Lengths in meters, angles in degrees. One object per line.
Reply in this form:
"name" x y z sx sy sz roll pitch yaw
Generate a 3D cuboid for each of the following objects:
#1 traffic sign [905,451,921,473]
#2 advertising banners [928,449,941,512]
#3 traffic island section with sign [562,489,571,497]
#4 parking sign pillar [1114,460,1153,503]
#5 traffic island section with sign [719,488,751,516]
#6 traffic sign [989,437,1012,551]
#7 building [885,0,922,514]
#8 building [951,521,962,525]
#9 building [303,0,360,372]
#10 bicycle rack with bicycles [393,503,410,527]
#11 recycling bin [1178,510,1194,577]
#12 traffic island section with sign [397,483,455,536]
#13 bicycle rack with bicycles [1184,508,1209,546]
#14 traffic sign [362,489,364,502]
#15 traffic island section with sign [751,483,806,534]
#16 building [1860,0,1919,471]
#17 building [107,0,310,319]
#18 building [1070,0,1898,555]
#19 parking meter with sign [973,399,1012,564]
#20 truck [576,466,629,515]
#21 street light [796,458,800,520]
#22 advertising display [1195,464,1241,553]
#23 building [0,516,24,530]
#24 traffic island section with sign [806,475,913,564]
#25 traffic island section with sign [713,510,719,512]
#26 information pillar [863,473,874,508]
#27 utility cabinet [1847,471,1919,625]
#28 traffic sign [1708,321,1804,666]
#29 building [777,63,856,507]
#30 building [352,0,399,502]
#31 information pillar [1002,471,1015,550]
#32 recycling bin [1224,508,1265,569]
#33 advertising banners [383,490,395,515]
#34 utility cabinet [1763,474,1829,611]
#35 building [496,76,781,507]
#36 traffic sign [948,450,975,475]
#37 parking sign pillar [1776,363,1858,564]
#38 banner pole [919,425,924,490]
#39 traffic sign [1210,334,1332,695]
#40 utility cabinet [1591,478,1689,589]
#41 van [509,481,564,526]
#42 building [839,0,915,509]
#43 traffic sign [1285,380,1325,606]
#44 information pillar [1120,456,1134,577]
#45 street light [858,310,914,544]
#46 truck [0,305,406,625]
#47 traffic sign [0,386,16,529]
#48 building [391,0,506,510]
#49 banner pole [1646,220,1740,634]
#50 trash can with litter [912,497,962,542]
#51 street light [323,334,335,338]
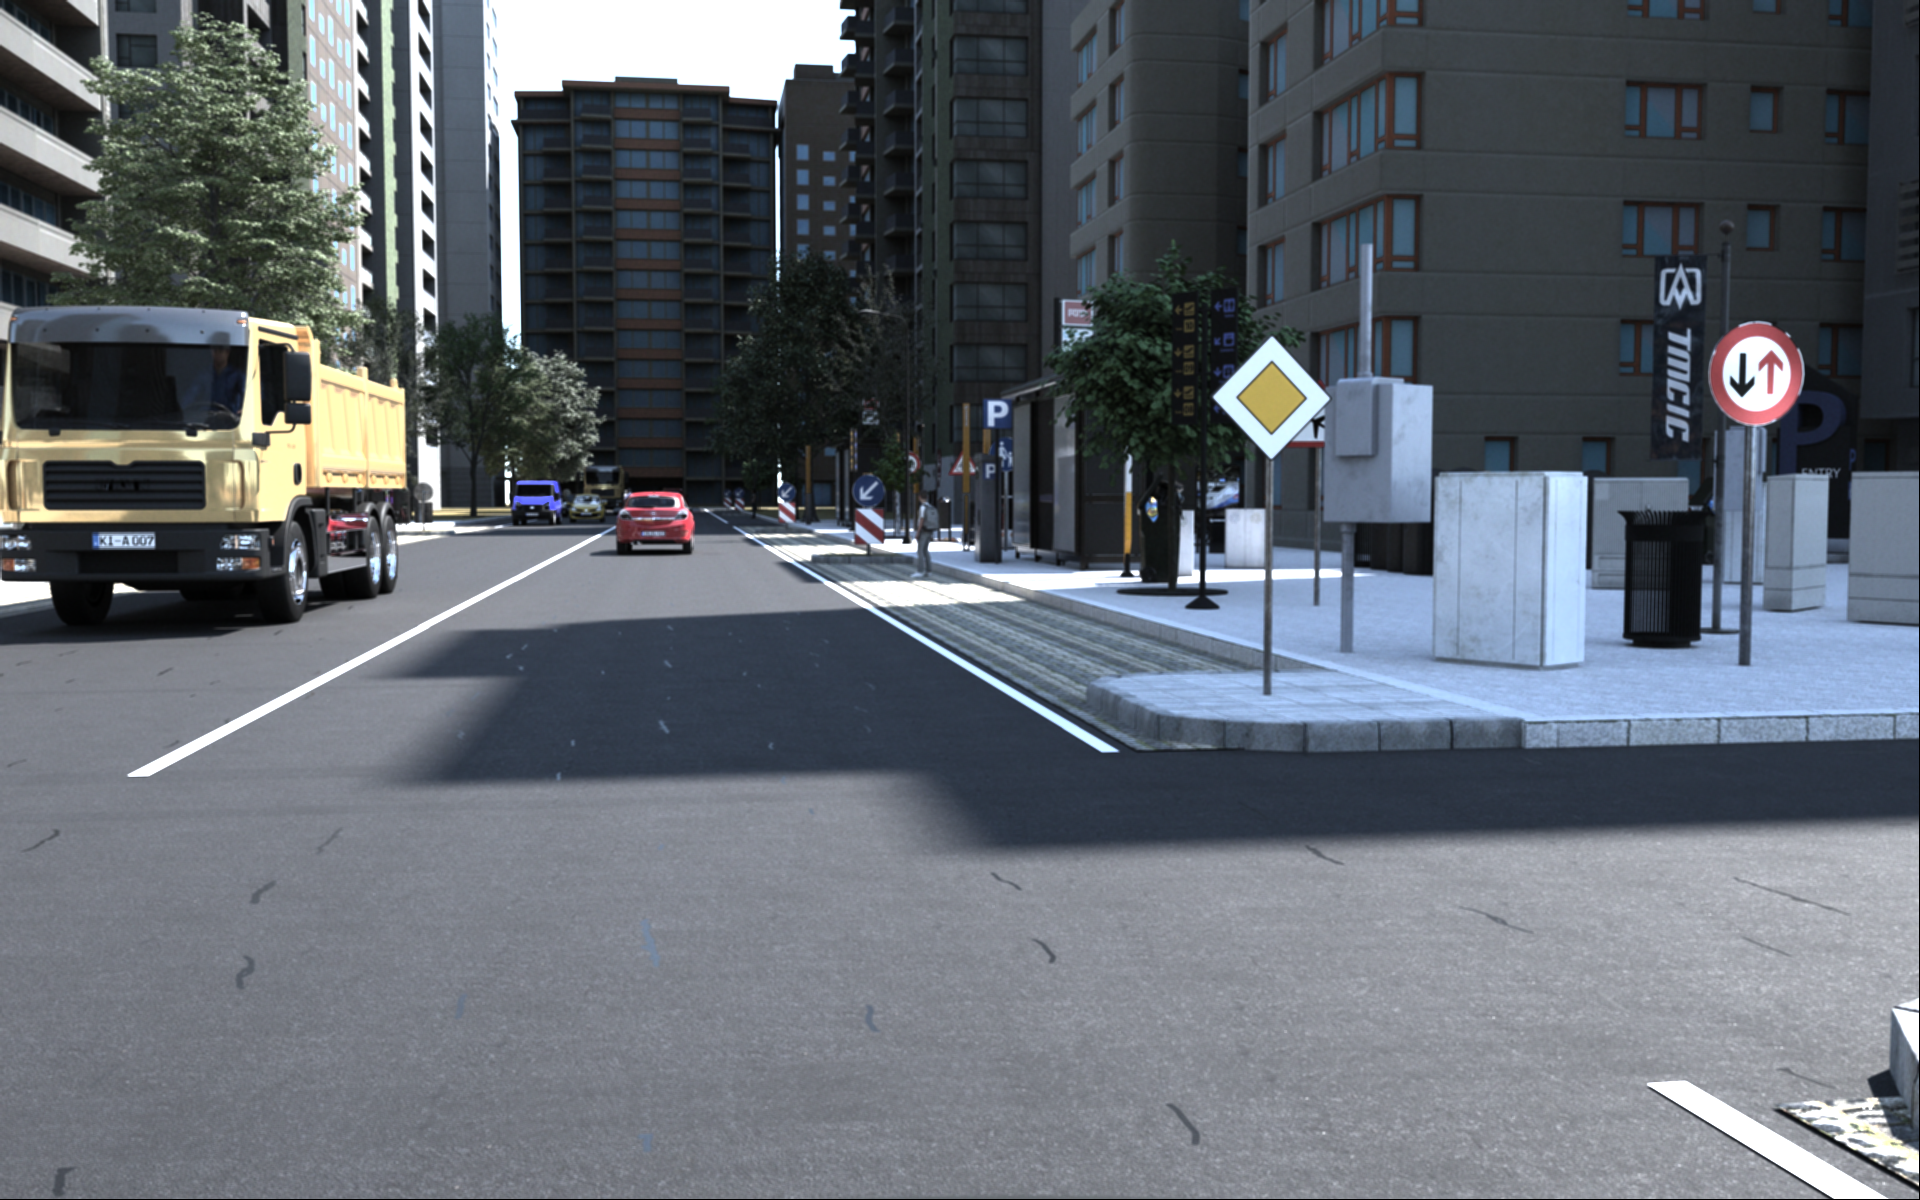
"traffic sign" -1.550 -3.152 51.638 0.768 2.556 0.104 0 4 -1
"advertising banners" -0.996 -4.370 67.633 0.090 3.025 2.074 -1 4 -14
"traffic island section with sign" -31.150 -7.878 137.430 1.989 1.847 2.006 -1 4 -9
"parking sign pillar" 5.106 -3.824 50.987 1.447 3.967 1.447 -3 4 -36
"traffic island section with sign" -14.432 -6.336 112.224 1.989 1.847 2.006 -1 4 -9
"traffic sign" 1.025 -2.374 38.916 0.768 2.556 0.104 0 4 -3
"building" 6.266 -41.401 115.165 20.563 71.187 20.611 -1 4 -9
"building" 5.578 -18.810 79.242 14.160 30.474 14.107 -1 4 -9
"building" -43.827 -27.586 101.135 14.600 45.320 14.200 -1 4 -9
"bicycle rack with bicycles" -23.045 -3.355 68.235 2.852 0.926 2.925 -2 4 -23
"recycling bin" 3.245 -0.892 27.145 0.722 1.027 0.722 0 4 -3
"traffic island section with sign" -18.584 -3.141 59.991 1.989 1.847 2.006 -1 4 -9
"bicycle rack with bicycles" 5.824 -1.839 43.446 2.925 0.926 2.852 1 4 19
"traffic sign" -25.098 -4.450 72.766 0.884 2.594 0.081 0 4 -1
"traffic island section with sign" -6.455 -3.328 63.034 1.989 1.847 2.006 -1 4 -9
"building" 26.916 -21.183 29.935 14.086 41.232 14.154 -1 4 -9
"building" -41.452 -19.297 87.204 14.160 30.474 14.107 -1 4 -9
"building" 20.034 -12.659 52.020 27.650 21.520 28.899 -1 4 -9
"parking meter with sign" 0.555 -2.222 32.597 0.543 3.016 1.738 -1 4 -9
"truck" -24.758 -7.622 120.545 3.469 3.379 9.791 -1 4 -10
"street light" -8.588 -6.902 85.384 1.470 5.913 1.316 -1 4 -9
"advertising display" 5.580 -1.973 37.469 0.974 1.923 0.123 0 4 7
"building" -39.781 -26.103 50.481 21.300 48.544 21.600 -1 4 -9
"traffic island section with sign" -2.088 -1.682 36.128 1.989 1.847 2.006 -1 4 -9
"traffic island section with sign" -18.758 -7.964 138.831 1.989 1.847 2.006 -1 4 -9
"information pillar" -3.251 -3.482 61.416 0.304 2.012 0.304 1 4 14
"utility cabinet" 9.338 -0.502 16.894 0.318 1.500 1.173 -2 4 -35
"traffic sign" 5.878 -0.782 12.898 0.768 2.556 0.104 -1 4 -9
"building" -11.802 -32.693 184.635 14.200 45.320 14.600 -1 4 -9
"building" -45.830 -26.400 115.236 14.154 41.232 14.086 -1 4 -9
"information pillar" 1.099 -2.181 40.156 0.304 2.012 0.304 -3 5 -42
"recycling bin" 5.010 -1.069 30.034 0.722 1.027 0.722 1 4 20
"advertising banners" -21.343 -4.204 64.927 0.090 3.025 2.074 0 4 -5
"utility cabinet" 9.276 -0.645 19.229 0.318 1.500 1.173 3 5 43
"building" -33.858 -32.421 184.707 28.867 44.769 22.147 -1 4 -9
"traffic sign" 0.118 -2.951 48.257 0.884 2.594 0.081 0 4 -4
"parking sign pillar" 16.070 -2.694 32.514 1.447 3.967 1.447 -3 5 -45
"banner pole" -1.457 -4.459 62.917 0.401 3.779 0.863 -2 4 -27
"traffic sign" 1.960 -0.450 10.999 0.795 2.450 0.064 -1 4 -9
"utility cabinet" 9.126 -0.892 23.267 1.173 1.500 0.318 1 4 17
"van" -19.547 -4.633 80.135 2.240 2.365 5.245 -1 4 -8
"building" 1.816 -29.707 140.329 22.147 44.769 28.867 -1 4 -9
"traffic sign" 4.098 -1.213 19.831 0.884 2.594 0.081 0 3 0
"information pillar" 2.594 -2.164 26.730 0.183 3.616 0.504 0 4 2
"street light" -1.878 -4.368 43.958 1.470 5.913 1.316 -1 4 -9
"truck" -8.917 -1.547 21.221 3.469 3.379 9.791 -1 4 -8
"traffic sign" -18.221 -2.376 32.716 2.265 3.308 0.079 0 4 -3
"building" -62.101 -38.949 178.823 28.212 58.520 21.231 -1 4 -9
"banner pole" 6.778 -1.587 15.965 0.863 3.779 0.401 0 4 7
"trash can with litter" -0.561 -2.179 46.677 1.678 1.210 2.233 -3 4 -36
"street light" -18.795 -4.750 50.201 1.470 5.913 1.316 -1 4 -9
